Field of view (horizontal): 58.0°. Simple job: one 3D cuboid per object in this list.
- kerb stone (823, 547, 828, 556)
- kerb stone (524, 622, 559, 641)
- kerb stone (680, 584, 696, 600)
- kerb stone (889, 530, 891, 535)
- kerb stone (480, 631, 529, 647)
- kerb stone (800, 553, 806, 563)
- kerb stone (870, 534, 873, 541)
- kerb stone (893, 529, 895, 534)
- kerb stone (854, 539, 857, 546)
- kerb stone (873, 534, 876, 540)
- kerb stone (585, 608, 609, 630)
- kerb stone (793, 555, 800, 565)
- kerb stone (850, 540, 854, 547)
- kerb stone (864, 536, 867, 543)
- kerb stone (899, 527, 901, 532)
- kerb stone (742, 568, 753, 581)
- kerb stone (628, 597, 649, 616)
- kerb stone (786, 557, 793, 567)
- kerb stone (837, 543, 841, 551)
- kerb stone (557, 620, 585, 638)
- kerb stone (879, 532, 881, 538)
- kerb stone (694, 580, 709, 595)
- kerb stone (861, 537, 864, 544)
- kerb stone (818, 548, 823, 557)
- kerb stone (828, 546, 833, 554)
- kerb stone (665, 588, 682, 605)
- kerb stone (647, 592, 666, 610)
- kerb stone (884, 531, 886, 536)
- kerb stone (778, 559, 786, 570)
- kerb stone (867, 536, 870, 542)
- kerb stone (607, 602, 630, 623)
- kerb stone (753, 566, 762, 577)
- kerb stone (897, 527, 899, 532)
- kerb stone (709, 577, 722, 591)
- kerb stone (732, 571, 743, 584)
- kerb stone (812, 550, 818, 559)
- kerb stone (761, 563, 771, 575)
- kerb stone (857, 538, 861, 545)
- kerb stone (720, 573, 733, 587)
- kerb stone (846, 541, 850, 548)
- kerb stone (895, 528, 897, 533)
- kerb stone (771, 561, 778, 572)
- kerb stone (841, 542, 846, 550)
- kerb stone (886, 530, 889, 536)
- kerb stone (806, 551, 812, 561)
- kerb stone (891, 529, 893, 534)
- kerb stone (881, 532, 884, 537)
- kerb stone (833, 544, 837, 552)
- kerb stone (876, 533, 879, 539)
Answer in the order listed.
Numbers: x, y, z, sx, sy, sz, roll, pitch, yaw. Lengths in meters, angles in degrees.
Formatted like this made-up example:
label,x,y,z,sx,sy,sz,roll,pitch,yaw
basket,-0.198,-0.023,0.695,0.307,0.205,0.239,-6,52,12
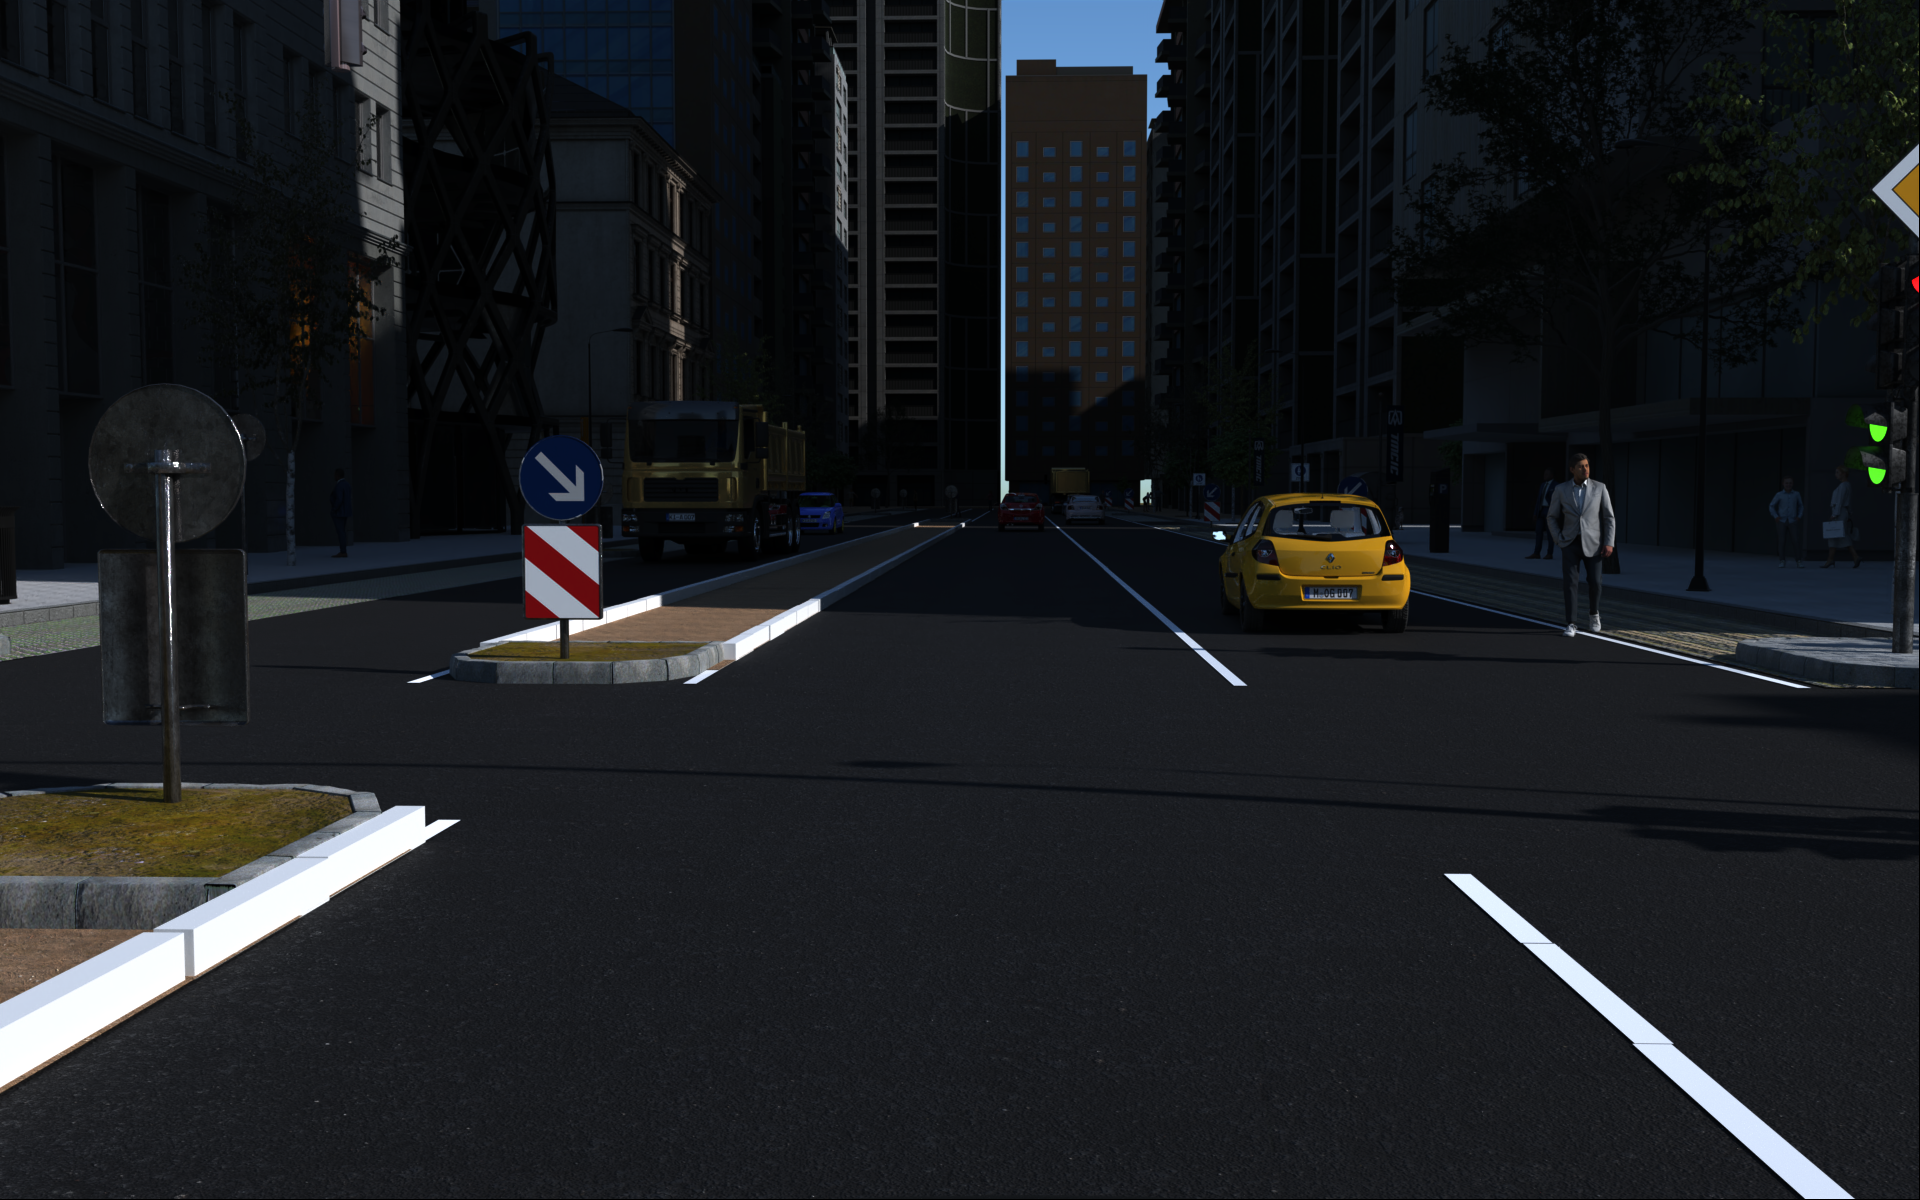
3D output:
label,x,y,z,sx,sy,sz,roll,pitch,yaw
kerb stone,-3.218,-1.090,40.018,0.120,0.150,1.000,0,4,2
kerb stone,-4.035,0.350,16.472,0.120,0.150,1.000,0,4,2
kerb stone,-3.791,-0.088,23.643,0.120,0.150,1.000,0,4,2
kerb stone,-2.552,-2.281,59.490,0.120,0.150,1.000,0,4,2
kerb stone,-4.067,0.413,15.449,0.120,0.150,1.000,0,4,2
kerb stone,-3.362,-0.840,35.924,0.120,0.150,1.000,0,4,2
kerb stone,-2.804,-1.842,52.318,0.120,0.150,1.000,0,4,2
kerb stone,-2.492,-2.405,61.540,0.120,0.150,1.000,0,4,2
kerb stone,-2.980,-1.527,47.191,0.120,0.150,1.000,0,4,2
kerb stone,-2.765,-1.897,53.341,0.120,0.150,1.000,0,4,2
kerb stone,-3.963,0.226,18.527,0.120,0.150,1.000,0,4,2
kerb stone,-3.394,-0.773,34.902,0.120,0.150,1.000,0,4,2
kerb stone,-3.014,-1.466,46.169,0.120,0.150,1.000,0,4,2
kerb stone,-2.870,-1.717,50.267,0.120,0.150,1.000,0,4,2
kerb stone,-2.377,-2.594,64.614,0.120,0.150,1.000,0,4,2
kerb stone,-3.609,-0.402,28.761,0.120,0.150,1.000,0,4,2
kerb stone,-3.894,0.104,20.570,0.120,0.150,1.000,0,4,2
kerb stone,-3.437,-0.715,33.881,0.120,0.150,1.000,0,4,2
kerb stone,-3.123,-1.274,43.092,0.120,0.150,1.000,0,4,2
kerb stone,-3.997,0.288,17.494,0.120,0.150,1.000,0,4,2
kerb stone,-2.701,-2.031,55.396,0.120,0.150,1.000,0,4,2
kerb stone,-3.754,-0.151,24.665,0.120,0.150,1.000,0,4,2
kerb stone,-2.910,-1.654,49.246,0.120,0.150,1.000,0,4,2
kerb stone,-3.262,-1.028,38.996,0.120,0.150,1.000,0,4,2
kerb stone,-3.183,-1.153,41.044,0.120,0.150,1.000,0,4,2
kerb stone,-3.824,-0.025,22.621,0.120,0.150,1.000,0,4,2
kerb stone,-3.858,0.037,21.593,0.120,0.150,1.000,0,4,2
kerb stone,-2.625,-2.156,57.439,0.120,0.150,1.000,0,4,2
kerb stone,-3.474,-0.649,32.848,0.120,0.150,1.000,0,4,2
kerb stone,-2.838,-1.779,51.296,0.120,0.150,1.000,0,4,2
kerb stone,-3.926,0.162,19.548,0.120,0.150,1.000,0,4,2
kerb stone,-3.575,-0.459,29.783,0.120,0.150,1.000,0,4,2
kerb stone,-2.419,-2.532,63.592,0.120,0.150,1.000,0,4,2
kerb stone,-3.715,-0.214,25.687,0.120,0.150,1.000,0,4,2
kerb stone,-3.651,-0.339,27.736,0.120,0.150,1.000,0,4,2
kerb stone,-3.290,-0.959,37.974,0.120,0.150,1.000,0,4,2
kerb stone,-3.542,-0.523,30.805,0.120,0.150,1.000,0,4,2
kerb stone,-2.938,-1.592,48.224,0.120,0.150,1.000,0,4,2
kerb stone,-3.678,-0.276,26.708,0.120,0.150,1.000,0,4,2
kerb stone,-3.045,-1.403,45.142,0.120,0.150,1.000,0,4,2
kerb stone,-2.453,-2.469,62.562,0.120,0.150,1.000,0,4,2
kerb stone,-3.512,-0.589,31.827,0.120,0.150,1.000,0,4,2
kerb stone,-3.085,-1.340,44.120,0.120,0.150,1.000,0,4,2
kerb stone,-2.590,-2.218,58.465,0.120,0.150,1.000,0,4,2
kerb stone,-3.332,-0.902,36.948,0.120,0.150,1.000,0,4,2
kerb stone,-2.520,-2.342,60.512,0.120,0.150,1.000,0,4,2
kerb stone,-2.667,-2.093,56.418,0.120,0.150,1.000,0,4,2
kerb stone,-3.160,-1.215,42.068,0.120,0.150,1.000,0,4,2
kerb stone,-2.737,-1.966,54.363,0.120,0.150,1.000,0,4,2
